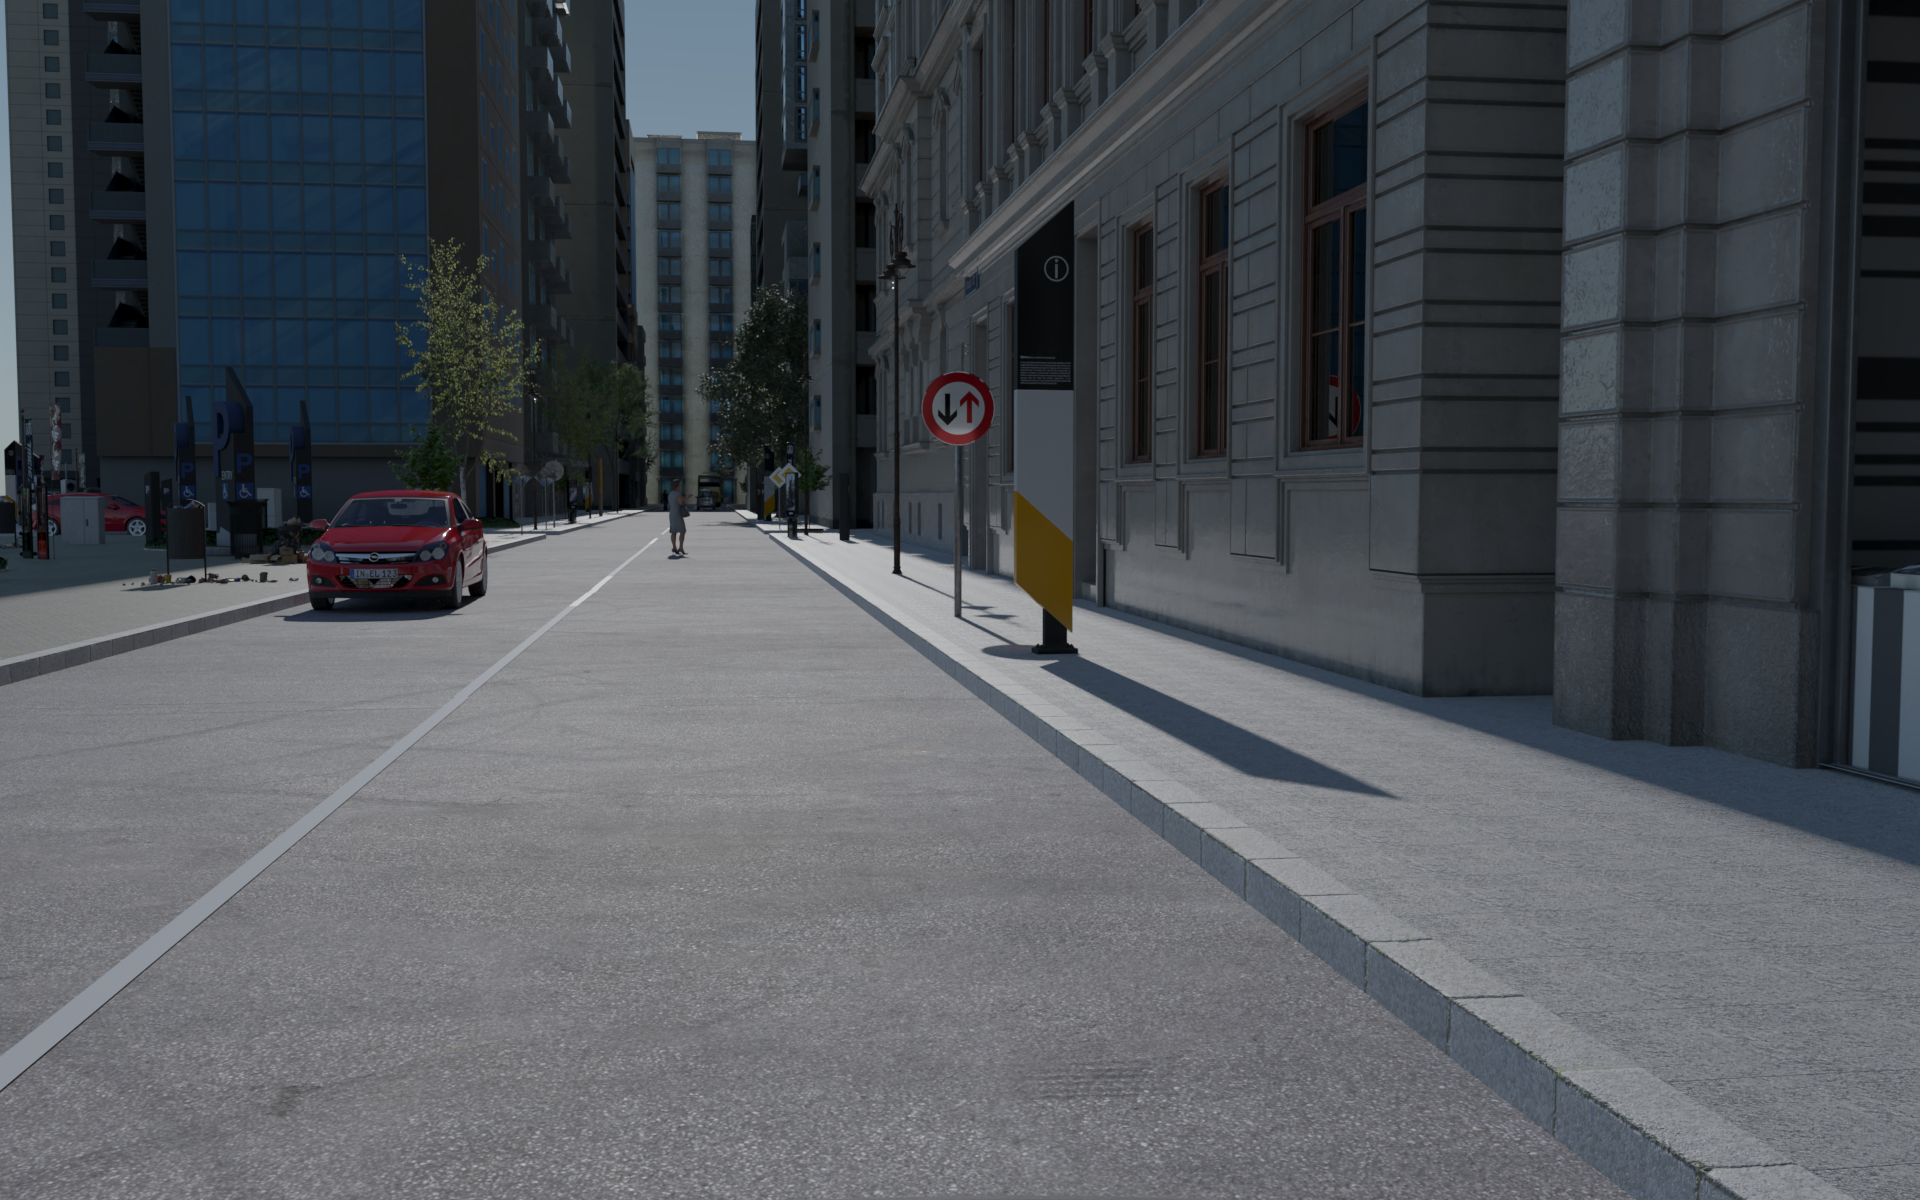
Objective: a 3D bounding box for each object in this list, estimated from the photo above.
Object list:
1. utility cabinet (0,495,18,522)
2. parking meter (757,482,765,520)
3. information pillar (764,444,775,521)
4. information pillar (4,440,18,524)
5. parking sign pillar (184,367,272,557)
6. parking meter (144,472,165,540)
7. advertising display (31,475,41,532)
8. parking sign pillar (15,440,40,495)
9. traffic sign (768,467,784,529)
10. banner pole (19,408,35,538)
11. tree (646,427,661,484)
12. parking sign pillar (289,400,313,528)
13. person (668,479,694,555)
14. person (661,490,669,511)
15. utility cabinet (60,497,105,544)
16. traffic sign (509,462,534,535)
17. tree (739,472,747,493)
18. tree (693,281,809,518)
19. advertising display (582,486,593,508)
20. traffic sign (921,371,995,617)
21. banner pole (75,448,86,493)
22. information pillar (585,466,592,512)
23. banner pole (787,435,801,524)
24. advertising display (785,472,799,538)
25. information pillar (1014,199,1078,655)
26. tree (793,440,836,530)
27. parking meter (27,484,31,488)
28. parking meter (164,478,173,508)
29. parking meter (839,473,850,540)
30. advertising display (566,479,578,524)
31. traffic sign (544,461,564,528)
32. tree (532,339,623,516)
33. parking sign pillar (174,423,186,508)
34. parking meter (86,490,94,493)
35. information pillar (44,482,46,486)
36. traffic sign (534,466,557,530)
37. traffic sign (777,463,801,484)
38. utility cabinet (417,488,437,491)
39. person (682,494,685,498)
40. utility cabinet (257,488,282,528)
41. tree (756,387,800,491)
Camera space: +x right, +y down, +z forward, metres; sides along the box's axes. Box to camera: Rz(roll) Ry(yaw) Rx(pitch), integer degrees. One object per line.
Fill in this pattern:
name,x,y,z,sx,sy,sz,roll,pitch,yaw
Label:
utility cabinet,-43.179,-4.131,78.703,0.306,1.237,1.020,1,4,23
parking meter,-9.861,-4.902,85.860,0.255,1.863,0.399,2,4,34
information pillar,-8.960,-5.499,81.262,0.504,3.616,0.183,-1,4,-14
information pillar,-41.304,-5.139,75.383,0.504,3.616,0.183,0,4,6
parking sign pillar,-15.156,-2.917,36.168,1.447,3.967,1.447,-3,5,-40
parking meter,-20.990,-2.405,45.025,0.399,1.863,0.255,3,5,39
advertising display,-31.540,-3.299,59.150,0.123,1.923,0.974,-3,4,-38
parking sign pillar,-46.780,-6.014,86.794,1.447,3.967,1.447,0,4,7
traffic sign,-6.564,-3.628,62.961,0.795,2.450,0.064,-1,4,-8
banner pole,-27.216,-3.703,50.557,0.863,3.779,0.401,3,4,39
tree,-34.705,-14.644,189.786,4.360,8.622,3.978,0,3,0
parking sign pillar,-18.739,-3.719,49.276,1.447,3.967,1.447,-2,4,-26
person,-6.583,-1.968,41.030,0.532,1.782,0.716,-3,4,-38
person,-25.615,-8.698,150.721,0.705,1.822,1.348,2,4,34
utility cabinet,-22.572,-2.043,44.557,1.020,1.237,0.306,0,4,3
traffic sign,-13.643,-3.074,53.903,0.795,2.450,0.064,-1,4,-8
tree,-17.908,-9.243,145.720,1.663,3.219,1.824,0,3,0
tree,-9.529,-10.785,93.338,9.611,12.733,9.660,0,3,0
advertising display,-28.657,-7.837,133.341,0.974,1.923,0.123,2,4,32
traffic sign,-0.020,-1.097,18.041,0.768,2.556,0.104,0,4,-5
banner pole,-47.862,-6.374,94.230,0.863,3.779,0.401,1,4,22
information pillar,-26.275,-8.019,122.458,0.504,3.616,0.183,-1,4,-22
banner pole,-7.170,-5.143,74.097,0.401,3.779,0.863,-3,5,-41
advertising display,-4.979,-2.824,51.378,0.123,1.923,0.974,-1,4,-22
information pillar,0.684,-1.375,13.831,0.504,3.616,0.183,-1,4,-13
tree,-5.351,-4.103,61.682,1.663,3.219,1.824,0,3,0
parking meter,-35.817,-3.744,66.927,0.399,1.863,0.255,0,4,-7
parking meter,-29.478,-3.587,64.350,0.399,1.863,0.255,-1,4,-18
parking meter,-3.213,-2.598,48.194,0.255,1.863,0.399,0,4,4
advertising display,-16.967,-4.315,75.770,0.123,1.923,0.974,1,4,8
traffic sign,-15.492,-4.034,66.060,0.768,2.556,0.104,0,4,-5
tree,-18.463,-8.115,83.048,4.737,8.622,4.395,0,3,0
parking sign pillar,-20.988,-3.578,46.971,1.447,3.967,1.447,-2,4,-27
parking meter,-48.869,-5.439,97.346,0.372,1.533,0.369,0,3,0
information pillar,-53.634,-5.919,101.268,0.304,2.012,0.304,0,4,1
traffic sign,-14.777,-3.558,61.808,0.795,2.450,0.064,-1,4,-8
traffic sign,-5.430,-3.145,55.057,0.795,2.450,0.064,-1,4,-8
utility cabinet,-19.067,-3.275,62.218,1.173,1.500,0.318,2,4,33
person,-22.514,-7.835,139.790,0.799,1.438,0.628,0,4,0
utility cabinet,-25.686,-3.412,64.459,1.173,1.500,0.318,3,4,38
tree,-10.904,-9.290,102.251,4.360,8.622,3.978,0,3,0
